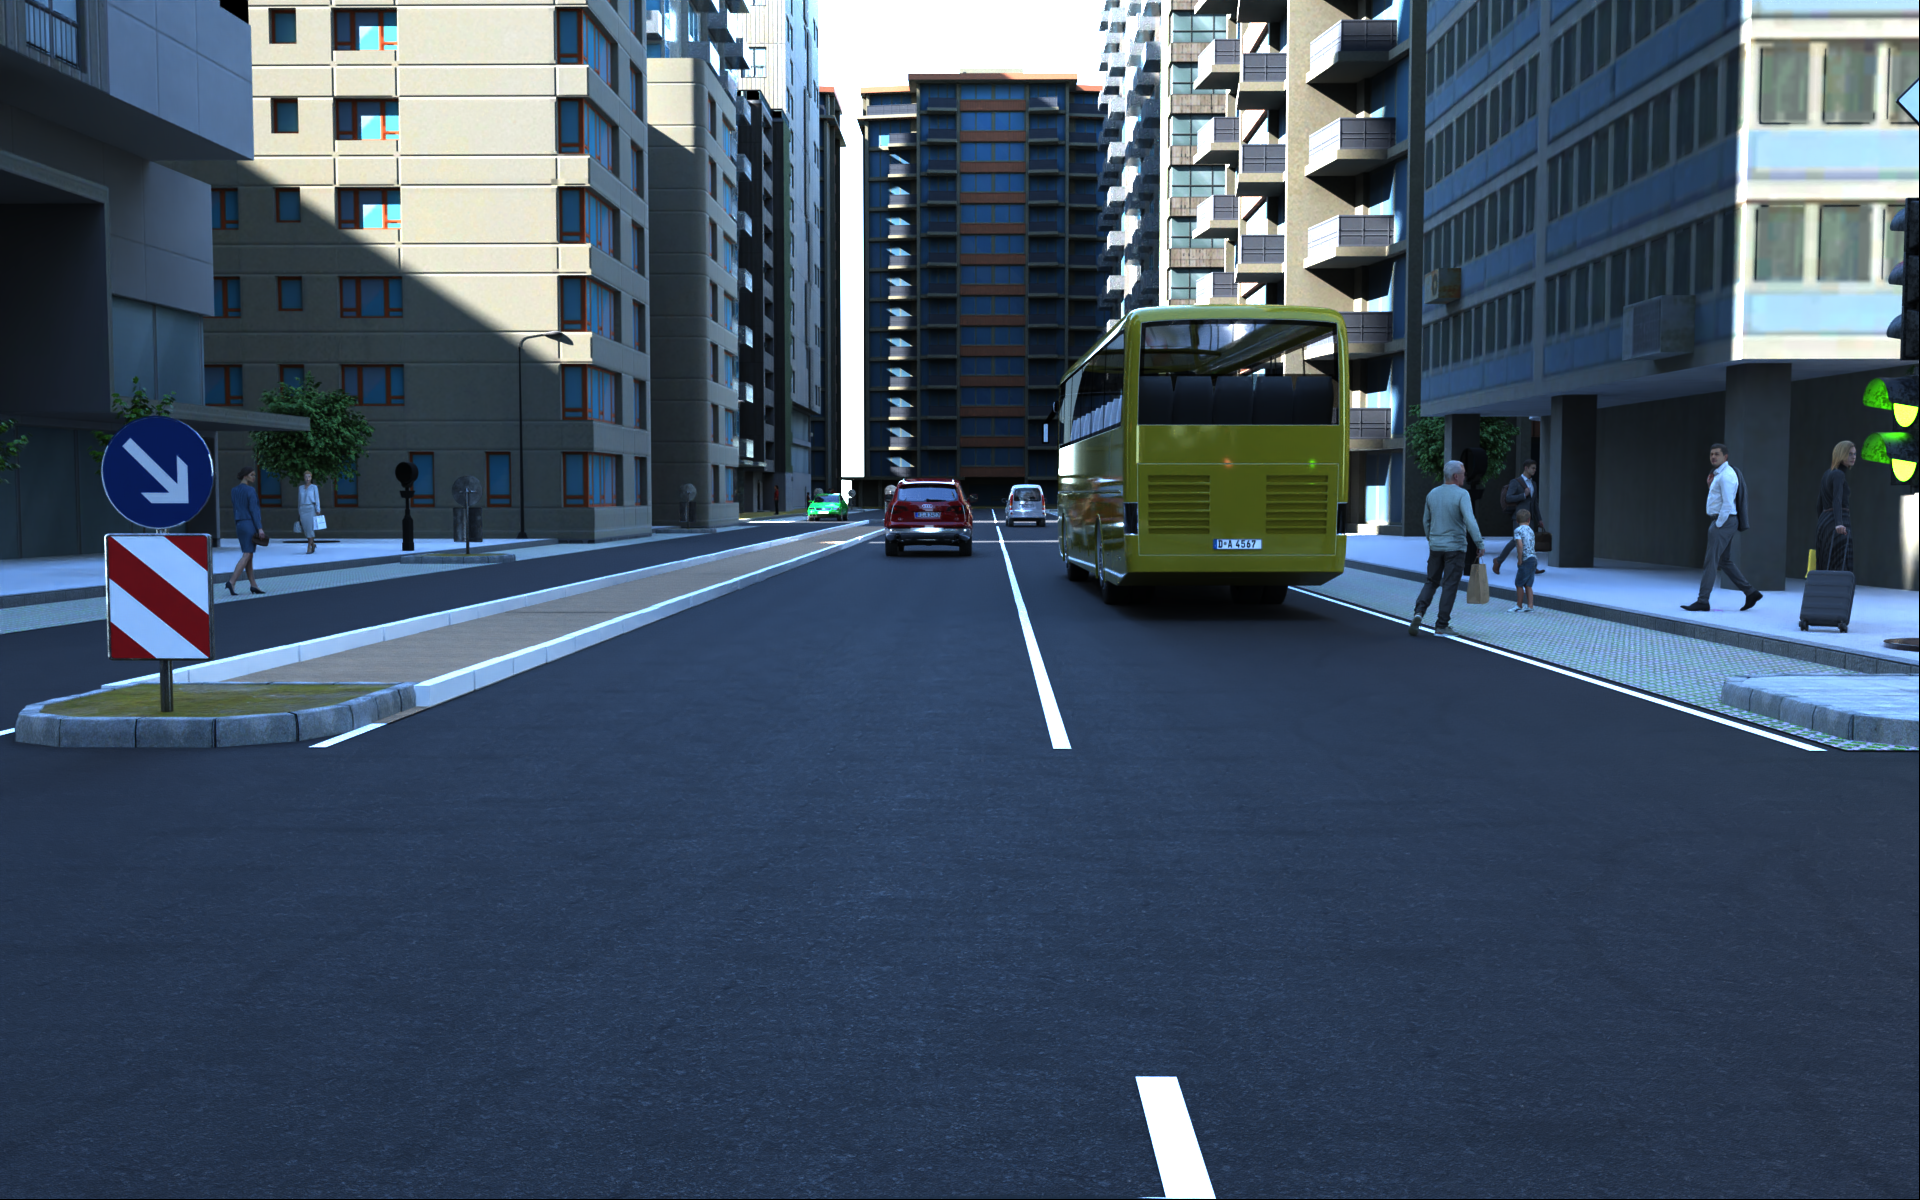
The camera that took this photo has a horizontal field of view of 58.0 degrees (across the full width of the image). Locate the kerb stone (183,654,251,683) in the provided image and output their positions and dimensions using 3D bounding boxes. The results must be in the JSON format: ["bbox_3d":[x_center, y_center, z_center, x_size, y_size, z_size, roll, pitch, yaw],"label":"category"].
[{"bbox_3d":[-5.682,0.553,13.160,0.120,0.150,1.000,0,4,1],"label":"kerb stone"}]

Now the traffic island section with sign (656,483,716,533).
[{"bbox_3d":[-10.001,-3.357,63.509,1.989,1.847,2.006,0,4,1],"label":"traffic island section with sign"}]

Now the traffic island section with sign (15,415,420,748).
[{"bbox_3d":[-4.657,-0.159,10.731,2.006,1.907,1.989,0,4,1],"label":"traffic island section with sign"}]

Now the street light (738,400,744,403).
[{"bbox_3d":[-11.386,-6.942,86.046,1.470,5.913,1.316,0,4,1],"label":"street light"}]

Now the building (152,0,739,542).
[{"bbox_3d":[-24.081,-13.374,63.709,27.650,21.520,28.899,0,4,1],"label":"building"}]

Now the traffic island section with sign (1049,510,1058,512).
[{"bbox_3d":[8.255,-8.074,140.641,1.989,1.847,2.006,0,4,1],"label":"traffic island section with sign"}]

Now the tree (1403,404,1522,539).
[{"bbox_3d":[14.279,-4.008,49.244,4.285,4.588,4.351,0,3,0],"label":"tree"}]

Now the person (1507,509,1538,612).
[{"bbox_3d":[6.774,-0.468,20.841,0.332,1.250,0.352,0,4,-1],"label":"person"}]

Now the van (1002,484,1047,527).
[{"bbox_3d":[2.899,-4.288,77.112,2.013,2.044,4.112,0,4,-1],"label":"van"}]

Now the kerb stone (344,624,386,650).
[{"bbox_3d":[-5.640,0.365,16.227,0.120,0.150,1.000,0,4,1],"label":"kerb stone"}]

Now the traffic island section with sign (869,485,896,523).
[{"bbox_3d":[-3.455,-4.754,85.860,2.006,1.907,1.989,0,4,1],"label":"traffic island section with sign"}]

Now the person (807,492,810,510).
[{"bbox_3d":[-12.068,-7.868,137.946,0.557,1.426,1.065,-1,4,-18],"label":"person"}]

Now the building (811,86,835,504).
[{"bbox_3d":[-26.813,-32.207,181.213,28.867,44.769,22.147,0,4,1],"label":"building"}]

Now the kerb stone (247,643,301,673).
[{"bbox_3d":[-5.675,0.490,14.183,0.120,0.150,1.000,0,4,1],"label":"kerb stone"}]

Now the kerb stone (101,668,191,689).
[{"bbox_3d":[-5.700,0.618,12.133,0.120,0.150,1.000,0,4,1],"label":"kerb stone"}]

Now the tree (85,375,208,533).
[{"bbox_3d":[-13.416,-2.061,28.295,1.663,3.219,1.824,0,3,0],"label":"tree"}]

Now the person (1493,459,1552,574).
[{"bbox_3d":[8.946,-1.317,27.545,0.622,1.834,0.822,-3,5,-42],"label":"person"}]

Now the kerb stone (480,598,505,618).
[{"bbox_3d":[-5.568,0.115,20.334,0.120,0.150,1.000,0,4,1],"label":"kerb stone"}]

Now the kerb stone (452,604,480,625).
[{"bbox_3d":[-5.583,0.177,19.307,0.120,0.150,1.000,0,4,1],"label":"kerb stone"}]

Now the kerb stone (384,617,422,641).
[{"bbox_3d":[-5.612,0.303,17.249,0.120,0.150,1.000,0,4,1],"label":"kerb stone"}]

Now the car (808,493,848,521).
[{"bbox_3d":[-6.997,-5.092,92.052,1.959,1.807,4.718,0,4,2],"label":"car"}]

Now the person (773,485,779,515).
[{"bbox_3d":[-11.431,-6.214,107.584,0.705,1.831,1.348,-1,4,-12],"label":"person"}]

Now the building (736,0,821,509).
[{"bbox_3d":[-26.094,-34.091,146.630,27.495,52.752,28.713,0,4,1],"label":"building"}]

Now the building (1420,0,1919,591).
[{"bbox_3d":[21.624,-20.515,27.305,23.993,40.220,32.217,0,4,1],"label":"building"}]

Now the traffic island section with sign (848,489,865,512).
[{"bbox_3d":[-8.762,-8.093,140.956,1.989,1.847,2.006,0,4,1],"label":"traffic island section with sign"}]

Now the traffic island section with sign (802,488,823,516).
[{"bbox_3d":[-9.204,-6.385,113.022,1.989,1.847,2.006,0,4,1],"label":"traffic island section with sign"}]

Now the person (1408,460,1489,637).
[{"bbox_3d":[4.914,-0.508,17.285,0.515,1.767,0.782,-3,4,-37],"label":"person"}]

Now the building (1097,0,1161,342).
[{"bbox_3d":[23.122,-32.132,144.962,23.786,49.044,30.456,0,4,1],"label":"building"}]

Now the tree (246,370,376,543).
[{"bbox_3d":[-17.203,-3.800,45.847,4.285,4.588,4.351,0,3,0],"label":"tree"}]

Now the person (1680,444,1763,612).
[{"bbox_3d":[8.356,-0.785,18.973,0.850,1.850,0.679,1,4,15],"label":"person"}]

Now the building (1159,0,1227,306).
[{"bbox_3d":[17.548,-19.650,92.972,14.160,30.474,14.107,0,4,1],"label":"building"}]

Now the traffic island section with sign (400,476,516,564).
[{"bbox_3d":[-10.439,-1.692,36.298,1.989,1.847,2.006,0,4,1],"label":"traffic island section with sign"}]

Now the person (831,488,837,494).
[{"bbox_3d":[-11.299,-9.056,154.039,1.348,1.831,0.705,0,4,-2],"label":"person"}]

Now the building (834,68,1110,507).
[{"bbox_3d":[2.564,-32.204,181.152,28.867,44.769,22.147,0,4,1],"label":"building"}]

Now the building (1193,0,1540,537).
[{"bbox_3d":[20.493,-25.060,64.359,22.147,44.769,28.867,0,4,1],"label":"building"}]

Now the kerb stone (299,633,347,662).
[{"bbox_3d":[-5.647,0.428,15.205,0.120,0.150,1.000,0,4,1],"label":"kerb stone"}]

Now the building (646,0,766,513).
[{"bbox_3d":[-24.390,-29.452,101.149,23.786,49.044,30.456,0,4,1],"label":"building"}]

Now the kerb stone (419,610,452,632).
[{"bbox_3d":[-5.608,0.240,18.278,0.120,0.150,1.000,0,4,1],"label":"kerb stone"}]

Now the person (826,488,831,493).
[{"bbox_3d":[-10.957,-8.473,145.027,0.683,1.767,0.568,3,5,41],"label":"person"}]

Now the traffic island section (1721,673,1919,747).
[{"bbox_3d":[6.162,0.696,10.897,2.009,0.180,2.903,0,4,1],"label":"traffic island section"}]

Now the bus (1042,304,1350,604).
[{"bbox_3d":[3.010,-2.068,25.355,2.896,3.916,12.252,0,4,-1],"label":"bus"}]

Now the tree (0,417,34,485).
[{"bbox_3d":[-12.999,-1.711,22.578,1.663,3.219,1.824,0,3,0],"label":"tree"}]

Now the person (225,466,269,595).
[{"bbox_3d":[-10.135,-0.978,24.507,0.654,1.822,0.581,-3,5,-44],"label":"person"}]

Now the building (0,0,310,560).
[{"bbox_3d":[-29.165,-26.756,26.704,28.713,52.752,27.495,0,4,1],"label":"building"}]

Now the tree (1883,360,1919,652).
[{"bbox_3d":[8.125,-1.196,14.150,1.663,3.219,1.824,0,3,0],"label":"tree"}]

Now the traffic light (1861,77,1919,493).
[{"bbox_3d":[6.122,-1.337,10.783,0.839,4.253,0.868,0,4,1],"label":"traffic light"}]

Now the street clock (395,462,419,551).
[{"bbox_3d":[-12.489,-2.115,39.145,0.471,2.002,0.358,1,4,20],"label":"street clock"}]

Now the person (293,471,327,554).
[{"bbox_3d":[-13.957,-1.886,37.240,0.694,1.780,0.624,1,4,21],"label":"person"}]

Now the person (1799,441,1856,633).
[{"bbox_3d":[8.367,-0.637,16.679,0.699,1.804,1.509,3,5,40],"label":"person"}]

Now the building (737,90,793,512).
[{"bbox_3d":[-19.852,-21.566,124.309,14.160,30.474,14.107,0,4,1],"label":"building"}]

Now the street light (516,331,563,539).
[{"bbox_3d":[-12.027,-4.710,49.546,1.470,5.913,1.316,0,4,1],"label":"street light"}]

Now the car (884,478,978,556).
[{"bbox_3d":[-0.712,-2.020,41.696,2.281,1.827,5.304,0,4,1],"label":"car"}]

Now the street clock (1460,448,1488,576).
[{"bbox_3d":[8.040,-1.381,27.157,0.358,2.002,0.471,-1,4,-13],"label":"street clock"}]
